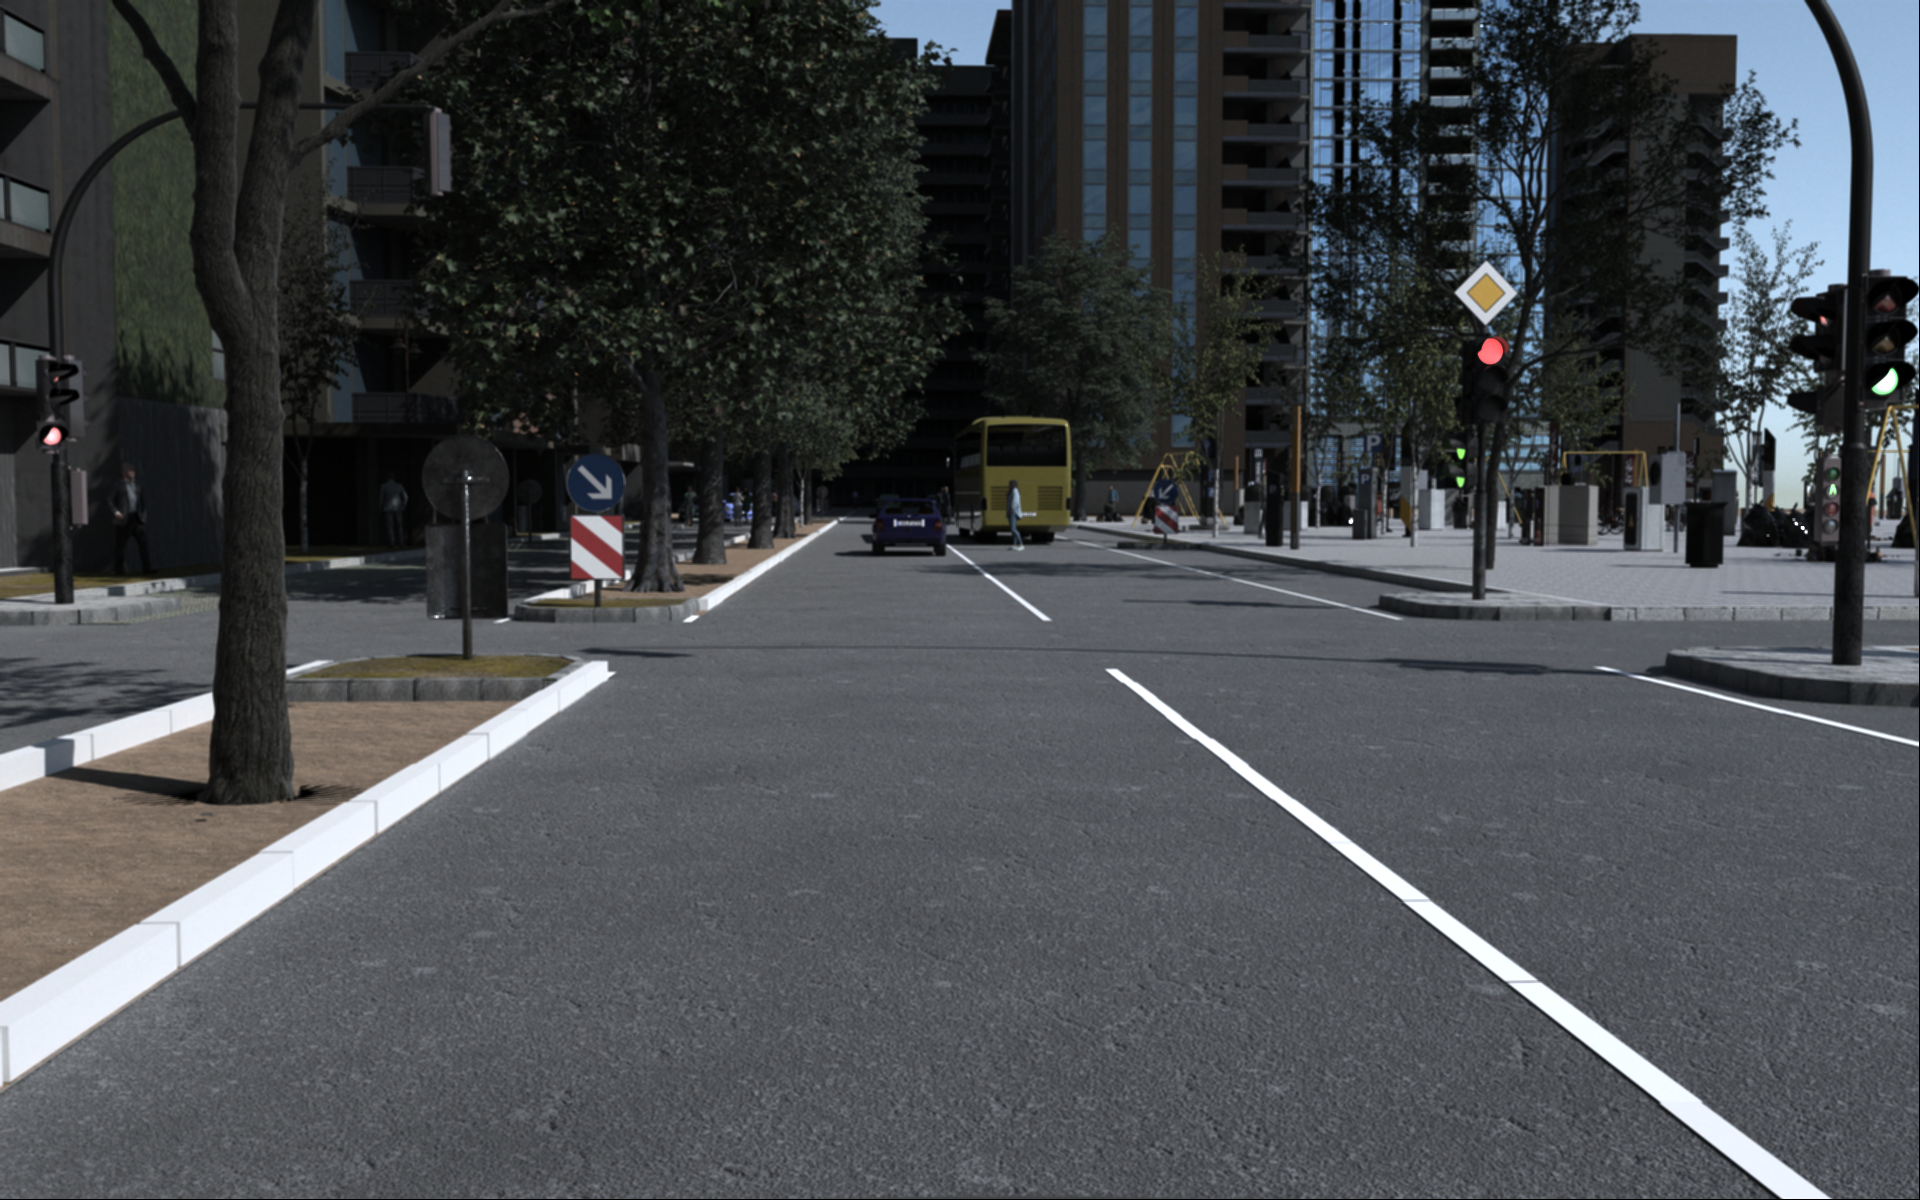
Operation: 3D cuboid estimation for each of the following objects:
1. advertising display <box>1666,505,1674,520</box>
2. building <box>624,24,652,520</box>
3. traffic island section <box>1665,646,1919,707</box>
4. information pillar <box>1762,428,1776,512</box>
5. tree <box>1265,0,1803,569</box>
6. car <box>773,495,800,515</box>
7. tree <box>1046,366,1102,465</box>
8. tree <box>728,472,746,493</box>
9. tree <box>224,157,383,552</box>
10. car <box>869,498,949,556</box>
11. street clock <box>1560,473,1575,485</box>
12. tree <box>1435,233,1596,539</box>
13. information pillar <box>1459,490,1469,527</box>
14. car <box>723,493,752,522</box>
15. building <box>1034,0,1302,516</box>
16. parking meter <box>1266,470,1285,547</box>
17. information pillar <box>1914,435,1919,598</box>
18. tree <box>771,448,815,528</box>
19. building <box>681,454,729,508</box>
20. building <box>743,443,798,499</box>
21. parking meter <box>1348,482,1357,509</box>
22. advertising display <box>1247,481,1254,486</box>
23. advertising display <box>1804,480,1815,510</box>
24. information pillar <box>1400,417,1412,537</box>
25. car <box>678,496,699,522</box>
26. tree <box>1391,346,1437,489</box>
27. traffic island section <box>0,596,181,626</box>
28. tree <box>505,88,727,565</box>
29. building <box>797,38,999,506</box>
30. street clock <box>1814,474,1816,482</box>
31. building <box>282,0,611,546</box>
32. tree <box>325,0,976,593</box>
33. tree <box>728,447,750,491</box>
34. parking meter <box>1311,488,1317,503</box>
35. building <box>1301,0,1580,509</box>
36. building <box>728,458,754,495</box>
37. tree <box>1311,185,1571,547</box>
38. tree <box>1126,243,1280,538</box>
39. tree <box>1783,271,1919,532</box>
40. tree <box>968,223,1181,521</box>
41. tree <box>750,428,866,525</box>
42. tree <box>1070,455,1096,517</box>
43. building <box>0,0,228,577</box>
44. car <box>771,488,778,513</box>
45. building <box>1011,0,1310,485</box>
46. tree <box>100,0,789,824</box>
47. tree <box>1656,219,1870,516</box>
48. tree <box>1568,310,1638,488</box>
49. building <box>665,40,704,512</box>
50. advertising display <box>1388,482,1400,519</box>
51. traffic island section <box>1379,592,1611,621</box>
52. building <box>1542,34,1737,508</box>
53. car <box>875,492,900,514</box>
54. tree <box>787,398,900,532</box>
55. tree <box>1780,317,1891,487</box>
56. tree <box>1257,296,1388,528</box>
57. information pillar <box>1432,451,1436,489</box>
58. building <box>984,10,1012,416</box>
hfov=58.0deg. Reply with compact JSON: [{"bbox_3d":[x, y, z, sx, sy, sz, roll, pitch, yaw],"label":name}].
[{"bbox_3d":[35.558,-4.976,86.575,0.974,1.923,0.123,-3,4,-38],"label":"advertising display"},{"bbox_3d":[-22.291,-19.128,84.449,14.160,30.474,14.107,0,4,-3],"label":"building"},{"bbox_3d":[6.691,0.564,13.064,2.009,0.180,2.903,0,4,-3],"label":"traffic island section"},{"bbox_3d":[28.558,-4.270,61.168,0.183,3.616,0.504,-1,4,-16],"label":"information pillar"},{"bbox_3d":[9.074,-5.781,28.936,8.767,10.594,7.601,-1,4,-22],"label":"tree"},{"bbox_3d":[-11.792,-6.447,117.768,2.083,1.381,4.827,0,4,-4],"label":"car"},{"bbox_3d":[5.634,-8.686,92.376,4.360,8.622,3.978,0,3,0],"label":"tree"},{"bbox_3d":[-18.086,-8.905,140.191,1.663,3.219,1.824,0,3,0],"label":"tree"},{"bbox_3d":[-14.596,-5.367,38.111,4.360,8.622,3.978,0,3,0],"label":"tree"},{"bbox_3d":[-1.214,-1.760,41.354,1.945,1.354,3.894,0,4,-2],"label":"car"},{"bbox_3d":[20.557,-3.306,58.628,0.358,2.002,0.471,-2,4,-28],"label":"street clock"},{"bbox_3d":[15.585,-6.009,48.603,4.360,8.622,3.978,0,3,0],"label":"tree"},{"bbox_3d":[19.686,-3.861,67.615,0.304,2.012,0.304,0,4,-3],"label":"information pillar"},{"bbox_3d":[-11.265,-4.859,89.029,1.945,1.707,3.694,0,4,-5],"label":"car"},{"bbox_3d":[12.080,-27.879,105.931,14.600,45.320,14.200,0,4,-3],"label":"building"},{"bbox_3d":[7.705,-2.239,42.325,0.399,1.863,0.255,2,4,33],"label":"parking meter"},{"bbox_3d":[12.034,-1.035,21.407,0.304,2.012,0.304,1,4,12],"label":"information pillar"},{"bbox_3d":[-6.758,-7.386,73.581,4.360,8.622,3.978,0,3,0],"label":"tree"},{"bbox_3d":[-25.181,-21.930,130.259,14.160,30.474,14.107,0,4,-3],"label":"building"},{"bbox_3d":[-24.457,-30.658,184.858,14.086,41.232,14.154,0,4,-3],"label":"building"},{"bbox_3d":[19.260,-4.848,84.982,0.255,1.863,0.399,-3,5,-40],"label":"parking meter"},{"bbox_3d":[14.370,-4.815,83.938,0.974,1.923,0.123,-1,4,-16],"label":"advertising display"},{"bbox_3d":[38.091,-4.421,77.492,0.974,1.923,0.123,-2,4,-32],"label":"advertising display"},{"bbox_3d":[13.324,-3.684,51.584,0.183,3.616,0.504,-2,4,-27],"label":"information pillar"},{"bbox_3d":[-13.524,-4.693,89.318,1.945,1.354,3.894,0,4,-4],"label":"car"},{"bbox_3d":[22.580,-8.117,83.083,4.360,8.622,3.978,0,3,0],"label":"tree"},{"bbox_3d":[-10.501,0.123,20.273,2.009,0.180,2.903,0,4,-3],"label":"traffic island section"},{"bbox_3d":[-5.118,-7.699,34.985,9.857,13.997,8.962,0,3,0],"label":"tree"},{"bbox_3d":[-6.765,-34.549,188.573,21.600,48.544,21.300,0,4,-3],"label":"building"},{"bbox_3d":[26.876,-3.023,53.995,0.358,2.002,0.471,-3,4,-36],"label":"street clock"},{"bbox_3d":[-23.495,-24.457,54.494,22.147,44.769,28.867,0,4,-3],"label":"building"},{"bbox_3d":[-4.481,-6.469,25.227,9.611,12.733,9.660,0,3,0],"label":"tree"},{"bbox_3d":[-18.635,-11.922,145.292,4.737,8.622,4.395,0,3,0],"label":"tree"},{"bbox_3d":[15.621,-4.150,76.267,0.372,1.533,0.369,0,3,0],"label":"parking meter"},{"bbox_3d":[40.634,-51.907,161.349,31.000,86.520,22.319,0,4,-3],"label":"building"},{"bbox_3d":[-34.359,-32.951,158.357,30.456,49.044,23.786,0,4,-3],"label":"building"},{"bbox_3d":[11.201,-5.583,41.648,4.737,8.622,4.395,0,3,0],"label":"tree"},{"bbox_3d":[7.329,-6.145,50.838,4.737,8.622,4.395,0,3,0],"label":"tree"},{"bbox_3d":[30.737,-6.568,57.747,4.360,8.622,3.978,0,3,0],"label":"tree"},{"bbox_3d":[5.564,-10.685,81.362,9.857,13.997,8.962,0,3,0],"label":"tree"},{"bbox_3d":[-7.173,-9.764,80.231,7.486,12.596,7.792,0,3,0],"label":"tree"},{"bbox_3d":[5.993,-6.963,97.564,4.285,4.588,4.351,0,3,0],"label":"tree"},{"bbox_3d":[-20.719,-20.898,25.277,14.154,41.232,14.086,0,4,-3],"label":"building"},{"bbox_3d":[-12.022,-6.332,112.205,2.281,1.827,5.304,0,4,-2],"label":"car"},{"bbox_3d":[14.316,-35.877,128.589,21.231,58.520,28.212,0,4,-3],"label":"building"},{"bbox_3d":[-3.203,-4.858,7.634,9.928,11.665,9.643,0,3,0],"label":"tree"},{"bbox_3d":[21.313,-5.907,46.944,4.360,8.622,3.978,0,3,0],"label":"tree"},{"bbox_3d":[24.306,-7.235,68.655,4.737,8.622,4.395,0,3,0],"label":"tree"},{"bbox_3d":[-30.408,-31.742,108.215,28.713,52.752,27.495,0,4,-3],"label":"building"},{"bbox_3d":[22.648,-5.171,89.762,0.123,1.923,0.974,-3,5,-44],"label":"advertising display"},{"bbox_3d":[6.323,0.076,21.041,2.009,0.180,2.903,0,4,-3],"label":"traffic island section"},{"bbox_3d":[63.815,-31.613,166.979,14.200,45.320,14.600,0,4,-3],"label":"building"},{"bbox_3d":[-4.819,-6.713,118.550,1.959,1.807,4.718,0,4,-2],"label":"car"},{"bbox_3d":[-6.354,-7.878,65.674,8.767,10.594,7.601,0,4,-3],"label":"tree"},{"bbox_3d":[33.572,-7.128,66.907,4.737,8.622,4.395,0,3,0],"label":"tree"},{"bbox_3d":[13.377,-7.007,64.931,4.360,8.622,3.978,0,3,0],"label":"tree"},{"bbox_3d":[25.276,-6.204,92.786,0.183,3.616,0.504,-3,5,-44],"label":"information pillar"},{"bbox_3d":[13.605,-30.771,157.724,22.147,44.769,28.867,0,4,-3],"label":"building"}]
